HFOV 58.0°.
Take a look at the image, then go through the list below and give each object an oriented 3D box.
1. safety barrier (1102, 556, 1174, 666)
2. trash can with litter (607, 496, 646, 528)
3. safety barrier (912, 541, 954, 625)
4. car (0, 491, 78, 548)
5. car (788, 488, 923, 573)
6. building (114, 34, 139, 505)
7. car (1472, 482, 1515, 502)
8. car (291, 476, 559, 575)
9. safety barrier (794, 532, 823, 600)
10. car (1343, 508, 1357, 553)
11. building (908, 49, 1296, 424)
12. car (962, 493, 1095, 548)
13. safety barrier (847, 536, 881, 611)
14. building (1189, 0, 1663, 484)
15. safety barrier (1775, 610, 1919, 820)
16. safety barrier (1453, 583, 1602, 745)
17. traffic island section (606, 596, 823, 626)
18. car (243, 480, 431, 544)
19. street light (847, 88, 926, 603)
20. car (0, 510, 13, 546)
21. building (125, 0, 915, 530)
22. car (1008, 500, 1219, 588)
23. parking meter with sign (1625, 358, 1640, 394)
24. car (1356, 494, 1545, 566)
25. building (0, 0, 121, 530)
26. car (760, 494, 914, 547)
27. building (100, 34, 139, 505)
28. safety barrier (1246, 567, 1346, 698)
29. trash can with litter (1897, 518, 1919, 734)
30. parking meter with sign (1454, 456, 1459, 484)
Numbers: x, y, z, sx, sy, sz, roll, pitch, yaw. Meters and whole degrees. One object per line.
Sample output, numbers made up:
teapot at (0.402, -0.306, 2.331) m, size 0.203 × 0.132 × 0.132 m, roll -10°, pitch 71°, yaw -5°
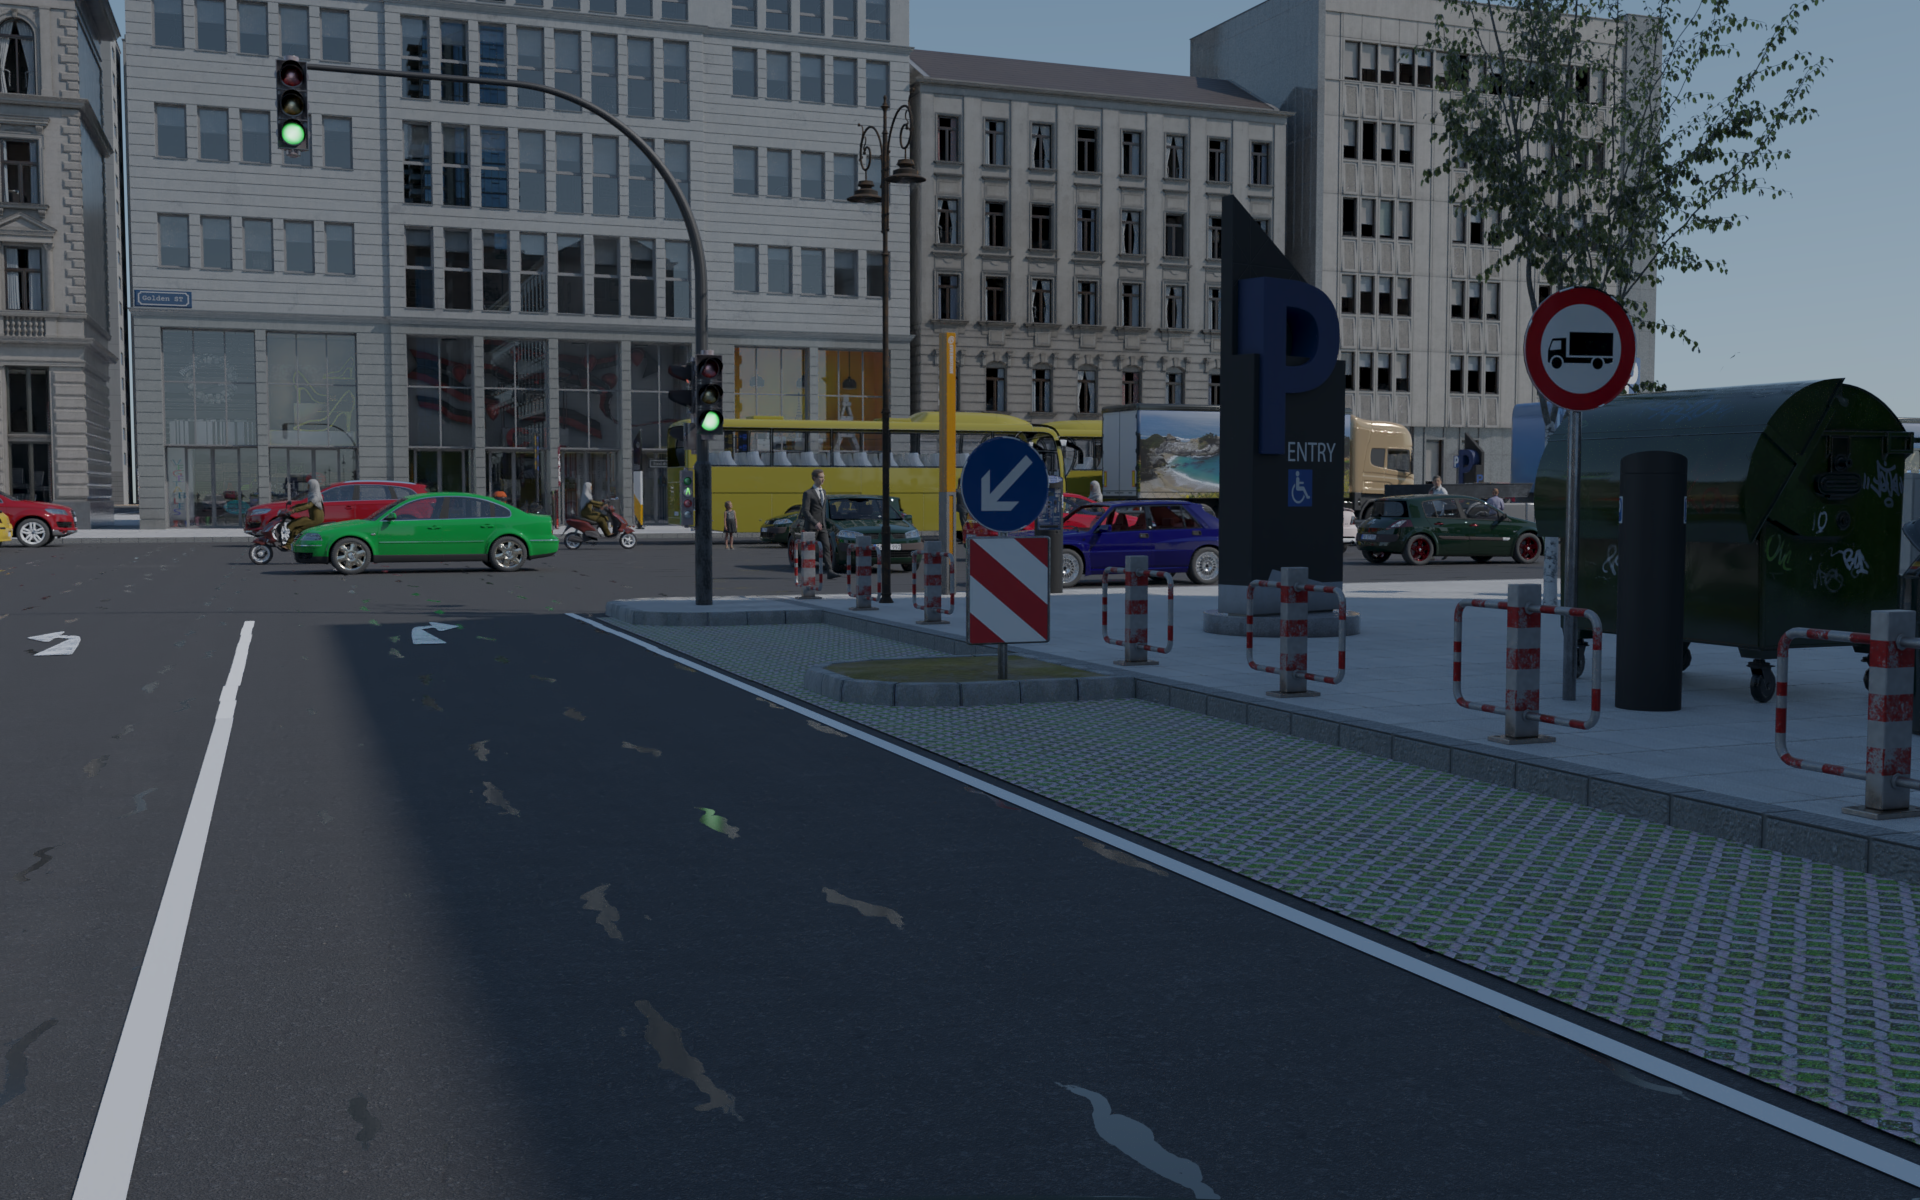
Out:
safety barrier at (1.326, 0.077, 13.014) m, size 0.300 × 0.817 × 1.120 m, roll -1°, pitch 4°, yaw -21°
trash can with litter at (-12.899, -3.391, 66.496) m, size 2.233 × 1.210 × 1.678 m, roll -3°, pitch 5°, yaw -41°
safety barrier at (-0.269, -0.173, 17.097) m, size 0.300 × 0.817 × 1.120 m, roll -1°, pitch 4°, yaw -21°
car at (-26.715, -2.319, 46.596) m, size 5.304 × 1.827 × 2.281 m, roll -1°, pitch 4°, yaw -22°
car at (-2.038, -1.420, 33.008) m, size 2.009 × 1.686 × 4.222 m, roll -1°, pitch 4°, yaw -21°
building at (-89.611, -41.455, 219.785) m, size 28.212 × 58.520 × 21.231 m, roll -1°, pitch 4°, yaw -21°
car at (17.350, -2.961, 57.083) m, size 2.281 × 1.827 × 5.304 m, roll -1°, pitch 4°, yaw -21°
car at (-9.852, -1.420, 32.017) m, size 4.718 × 1.807 × 1.959 m, roll -1°, pitch 4°, yaw -22°
safety barrier at (-1.855, -0.421, 21.163) m, size 0.300 × 0.817 × 1.120 m, roll -1°, pitch 4°, yaw -21°
car at (7.910, -1.857, 42.722) m, size 2.083 × 1.381 × 4.827 m, roll -1°, pitch 4°, yaw -20°
building at (4.911, -14.122, 80.046) m, size 18.267 × 20.994 × 9.793 m, roll -1°, pitch 4°, yaw -21°
car at (2.289, -1.768, 37.950) m, size 4.494 × 1.783 × 2.155 m, roll -1°, pitch 4°, yaw -21°
safety barrier at (-1.065, -0.297, 19.134) m, size 0.300 × 0.817 × 1.120 m, roll -1°, pitch 4°, yaw -21°
building at (23.350, -16.538, 88.422) m, size 19.932 × 24.808 × 12.078 m, roll -1°, pitch 4°, yaw -21°
safety barrier at (3.712, 0.450, 6.911) m, size 0.300 × 0.817 × 1.120 m, roll -1°, pitch 4°, yaw -21°
safety barrier at (2.912, 0.325, 8.954) m, size 0.300 × 0.817 × 1.120 m, roll -1°, pitch 4°, yaw -21°
traffic island section at (-2.957, 0.134, 20.089) m, size 2.009 × 0.180 × 2.903 m, roll -1°, pitch 4°, yaw -21°
car at (-17.095, -2.418, 48.204) m, size 5.304 × 1.827 × 2.281 m, roll -1°, pitch 4°, yaw -23°
street light at (-0.870, -2.903, 20.247) m, size 0.468 × 5.910 × 1.993 m, roll -1°, pitch 4°, yaw -21°
car at (-25.556, -1.976, 42.525) m, size 3.980 × 1.641 × 2.015 m, roll -1°, pitch 4°, yaw -20°
building at (-17.772, -18.001, 71.805) m, size 29.804 × 29.767 × 11.434 m, roll -1°, pitch 4°, yaw -21°
car at (2.403, -0.921, 27.644) m, size 3.894 × 1.354 × 1.945 m, roll -1°, pitch 4°, yaw -22°
parking meter with sign at (9.069, -1.543, 21.495) m, size 1.738 × 3.016 × 0.543 m, roll 3°, pitch 5°, yaw 44°
car at (10.230, -1.594, 35.853) m, size 4.222 × 1.686 × 2.009 m, roll -1°, pitch 4°, yaw -19°
building at (-41.745, -14.315, 62.927) m, size 19.941 × 23.489 × 11.050 m, roll -1°, pitch 4°, yaw -21°
car at (-3.295, -2.265, 46.814) m, size 4.222 × 1.686 × 2.009 m, roll -1°, pitch 4°, yaw -23°
building at (-116.271, -40.786, 208.849) m, size 28.212 × 58.520 × 21.231 m, roll -1°, pitch 4°, yaw -21°
safety barrier at (2.118, 0.201, 10.985) m, size 0.300 × 0.817 × 1.120 m, roll -1°, pitch 4°, yaw -21°
trash can with litter at (5.364, 0.149, 8.956) m, size 0.624 × 1.170 × 1.055 m, roll 0°, pitch 4°, yaw -6°
parking meter with sign at (23.362, -5.046, 78.766) m, size 1.738 × 3.016 × 0.543 m, roll -1°, pitch 4°, yaw -11°
